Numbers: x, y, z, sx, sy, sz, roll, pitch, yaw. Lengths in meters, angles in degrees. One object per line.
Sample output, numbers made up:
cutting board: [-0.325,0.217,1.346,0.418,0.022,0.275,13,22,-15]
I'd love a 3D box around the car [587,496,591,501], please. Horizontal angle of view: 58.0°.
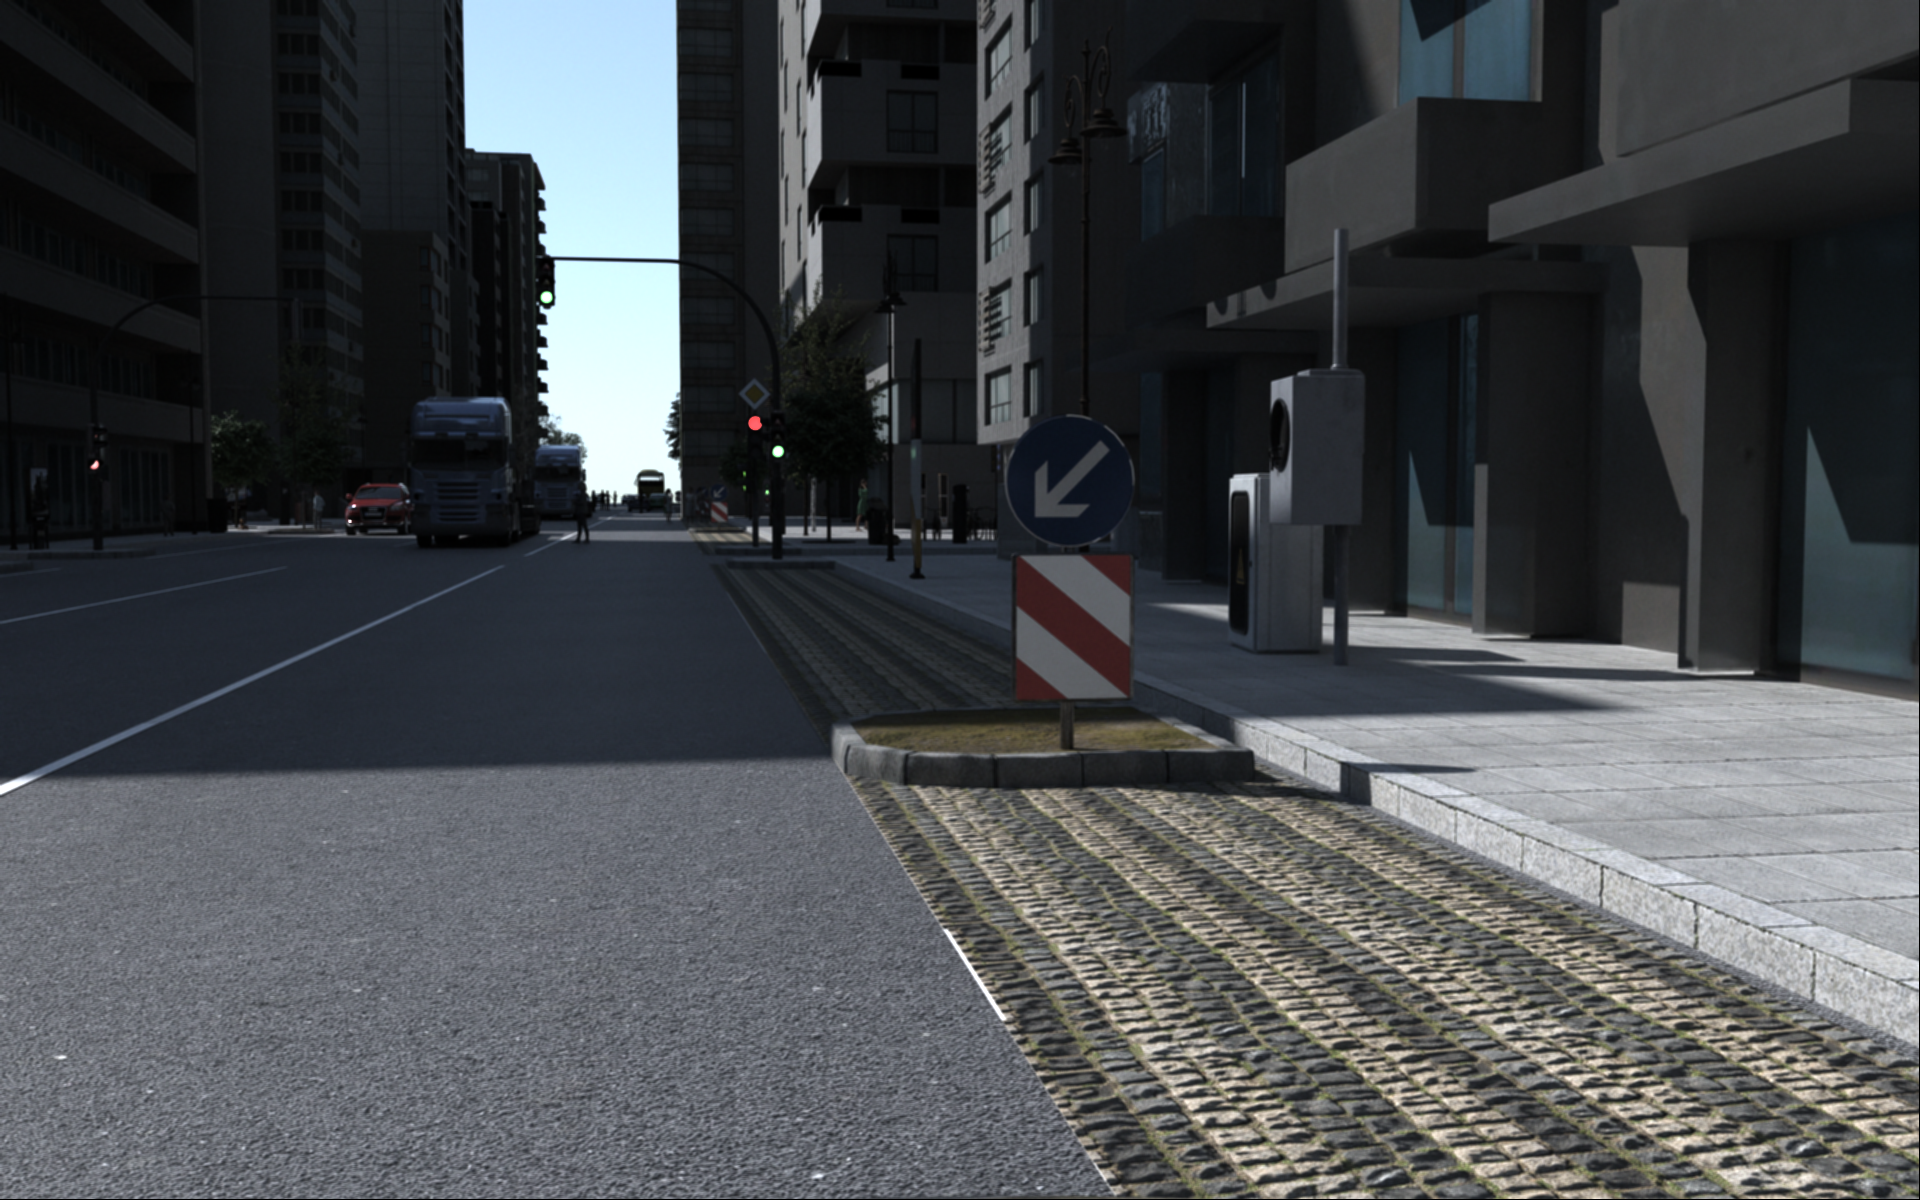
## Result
car: [-44.974,-11.879,206.582,2.083,1.381,4.827,-1,4,-9]

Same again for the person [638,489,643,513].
person: [-23.756,-7.356,128.784,0.705,1.822,1.348,0,4,-6]

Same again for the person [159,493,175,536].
person: [-24.100,-2.590,52.663,0.475,1.303,0.640,-1,4,-15]

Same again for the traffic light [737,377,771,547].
traffic light: [-4.973,-3.238,41.867,0.839,4.253,0.868,-1,4,-10]

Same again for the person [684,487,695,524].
person: [-12.936,-4.509,82.799,0.480,1.755,0.524,0,4,-2]

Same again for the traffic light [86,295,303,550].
traffic light: [-17.572,-3.980,39.738,4.771,5.953,1.251,-1,4,-10]

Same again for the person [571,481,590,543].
person: [-11.044,-2.547,50.334,0.526,1.800,0.537,-1,4,-13]

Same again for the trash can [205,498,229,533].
trash can: [-24.443,-2.773,57.000,0.748,1.137,0.748,0,3,0]

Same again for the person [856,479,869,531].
person: [-3.349,-3.287,60.028,0.529,1.795,0.600,1,4,10]

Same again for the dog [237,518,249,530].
dog: [-25.757,-2.711,62.062,0.550,0.427,0.748,0,4,-2]

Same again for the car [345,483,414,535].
car: [-20.697,-3.265,62.054,2.281,1.827,5.304,-1,4,-12]

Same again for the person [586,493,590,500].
person: [-30.607,-8.114,141.180,1.348,1.821,0.705,2,4,33]

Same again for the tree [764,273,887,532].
tree: [-4.843,-6.639,58.906,4.737,8.622,4.395,0,3,0]

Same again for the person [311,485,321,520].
person: [-30.985,-4.720,83.303,0.616,1.811,0.778,0,4,-4]

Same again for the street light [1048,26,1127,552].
street light: [1.283,-2.750,17.752,0.468,5.910,1.993,-1,4,-10]

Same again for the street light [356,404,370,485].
street light: [-29.626,-6.925,86.008,0.468,5.910,1.993,-1,4,-10]

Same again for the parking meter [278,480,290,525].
parking meter: [-27.797,-4.010,71.275,0.399,1.863,0.255,-3,5,-40]

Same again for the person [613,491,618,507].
person: [-37.605,-11.042,189.563,0.750,1.759,0.617,1,4,22]

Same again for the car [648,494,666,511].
car: [-26.136,-8.644,150.120,1.959,1.807,4.718,-1,4,-9]

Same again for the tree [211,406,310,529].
tree: [-27.210,-4.971,64.990,4.285,4.588,4.351,0,3,0]

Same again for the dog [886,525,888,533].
dog: [-2.344,-2.200,53.703,0.748,0.427,0.550,-2,4,-26]

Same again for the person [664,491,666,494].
person: [-26.815,-9.116,158.207,0.621,1.740,0.551,-1,4,-22]

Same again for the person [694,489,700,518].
person: [-14.088,-5.103,92.931,0.512,1.701,0.522,2,4,27]

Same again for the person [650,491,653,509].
person: [-28.602,-9.331,161.595,0.750,1.759,0.617,1,4,15]

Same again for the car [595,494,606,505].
car: [-48.019,-13.536,230.116,1.959,1.807,4.718,-1,4,-10]

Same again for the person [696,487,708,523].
person: [-12.785,-4.708,85.822,0.599,1.781,0.374,-1,4,-10]

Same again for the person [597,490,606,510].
person: [-32.437,-9.090,157.143,1.348,1.821,0.705,-2,4,-29]

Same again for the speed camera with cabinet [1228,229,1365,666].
speed camera with cabinet: [2.623,-1.185,13.708,0.660,3.252,2.038,0,4,-4]

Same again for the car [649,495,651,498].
car: [-27.105,-8.740,154.905,2.014,1.417,4.499,-1,4,-11]

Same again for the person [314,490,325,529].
person: [-25.111,-3.512,67.736,0.330,1.601,0.589,2,4,27]

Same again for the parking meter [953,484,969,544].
parking meter: [-0.006,-2.235,44.949,0.372,1.533,0.369,0,3,0]

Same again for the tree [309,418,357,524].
tree: [-27.811,-5.566,74.720,4.285,4.588,4.351,0,3,0]

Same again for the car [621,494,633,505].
car: [-44.661,-13.528,233.183,2.014,1.417,4.499,-1,4,-10]

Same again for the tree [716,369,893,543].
tree: [-3.523,-3.798,45.805,4.285,4.588,4.351,0,3,0]

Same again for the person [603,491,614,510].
person: [-30.904,-8.749,152.233,1.217,1.739,0.721,2,4,33]

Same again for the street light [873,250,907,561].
street light: [-1.330,-3.683,33.010,0.468,5.910,1.993,-1,4,-10]

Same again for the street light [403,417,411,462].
street light: [-32.389,-7.900,101.944,0.468,5.910,1.993,-1,4,-10]

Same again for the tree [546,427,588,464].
tree: [-61.487,-21.015,269.341,9.928,11.665,9.643,0,3,0]

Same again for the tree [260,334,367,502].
tree: [-29.309,-7.836,78.487,4.737,8.622,4.395,0,3,0]

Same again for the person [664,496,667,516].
person: [-19.098,-6.094,112.386,0.306,1.304,0.590,1,4,21]

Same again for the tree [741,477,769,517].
tree: [-11.872,-6.317,97.880,1.663,3.219,1.824,0,3,0]

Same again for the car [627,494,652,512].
car: [-26.284,-7.942,141.853,2.014,1.417,4.499,-1,4,-9]

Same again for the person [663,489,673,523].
person: [-14.311,-4.619,85.032,0.522,1.701,0.512,-1,4,-22]

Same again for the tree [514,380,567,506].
tree: [-47.310,-16.891,186.536,12.009,13.543,11.850,0,3,0]

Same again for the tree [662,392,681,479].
tree: [-29.748,-18.046,201.703,9.857,13.997,8.962,0,3,0]

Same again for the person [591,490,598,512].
person: [-29.104,-7.878,138.034,0.721,1.736,1.217,-2,4,-34]

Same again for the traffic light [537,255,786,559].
traffic light: [-5.672,-3.599,33.505,4.771,5.953,1.251,-1,4,-10]

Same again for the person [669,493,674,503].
person: [-43.537,-15.390,261.060,0.756,1.711,0.436,-2,4,-32]

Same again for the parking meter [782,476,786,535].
parking meter: [-5.691,-3.014,54.982,0.255,1.863,0.399,0,4,3]
